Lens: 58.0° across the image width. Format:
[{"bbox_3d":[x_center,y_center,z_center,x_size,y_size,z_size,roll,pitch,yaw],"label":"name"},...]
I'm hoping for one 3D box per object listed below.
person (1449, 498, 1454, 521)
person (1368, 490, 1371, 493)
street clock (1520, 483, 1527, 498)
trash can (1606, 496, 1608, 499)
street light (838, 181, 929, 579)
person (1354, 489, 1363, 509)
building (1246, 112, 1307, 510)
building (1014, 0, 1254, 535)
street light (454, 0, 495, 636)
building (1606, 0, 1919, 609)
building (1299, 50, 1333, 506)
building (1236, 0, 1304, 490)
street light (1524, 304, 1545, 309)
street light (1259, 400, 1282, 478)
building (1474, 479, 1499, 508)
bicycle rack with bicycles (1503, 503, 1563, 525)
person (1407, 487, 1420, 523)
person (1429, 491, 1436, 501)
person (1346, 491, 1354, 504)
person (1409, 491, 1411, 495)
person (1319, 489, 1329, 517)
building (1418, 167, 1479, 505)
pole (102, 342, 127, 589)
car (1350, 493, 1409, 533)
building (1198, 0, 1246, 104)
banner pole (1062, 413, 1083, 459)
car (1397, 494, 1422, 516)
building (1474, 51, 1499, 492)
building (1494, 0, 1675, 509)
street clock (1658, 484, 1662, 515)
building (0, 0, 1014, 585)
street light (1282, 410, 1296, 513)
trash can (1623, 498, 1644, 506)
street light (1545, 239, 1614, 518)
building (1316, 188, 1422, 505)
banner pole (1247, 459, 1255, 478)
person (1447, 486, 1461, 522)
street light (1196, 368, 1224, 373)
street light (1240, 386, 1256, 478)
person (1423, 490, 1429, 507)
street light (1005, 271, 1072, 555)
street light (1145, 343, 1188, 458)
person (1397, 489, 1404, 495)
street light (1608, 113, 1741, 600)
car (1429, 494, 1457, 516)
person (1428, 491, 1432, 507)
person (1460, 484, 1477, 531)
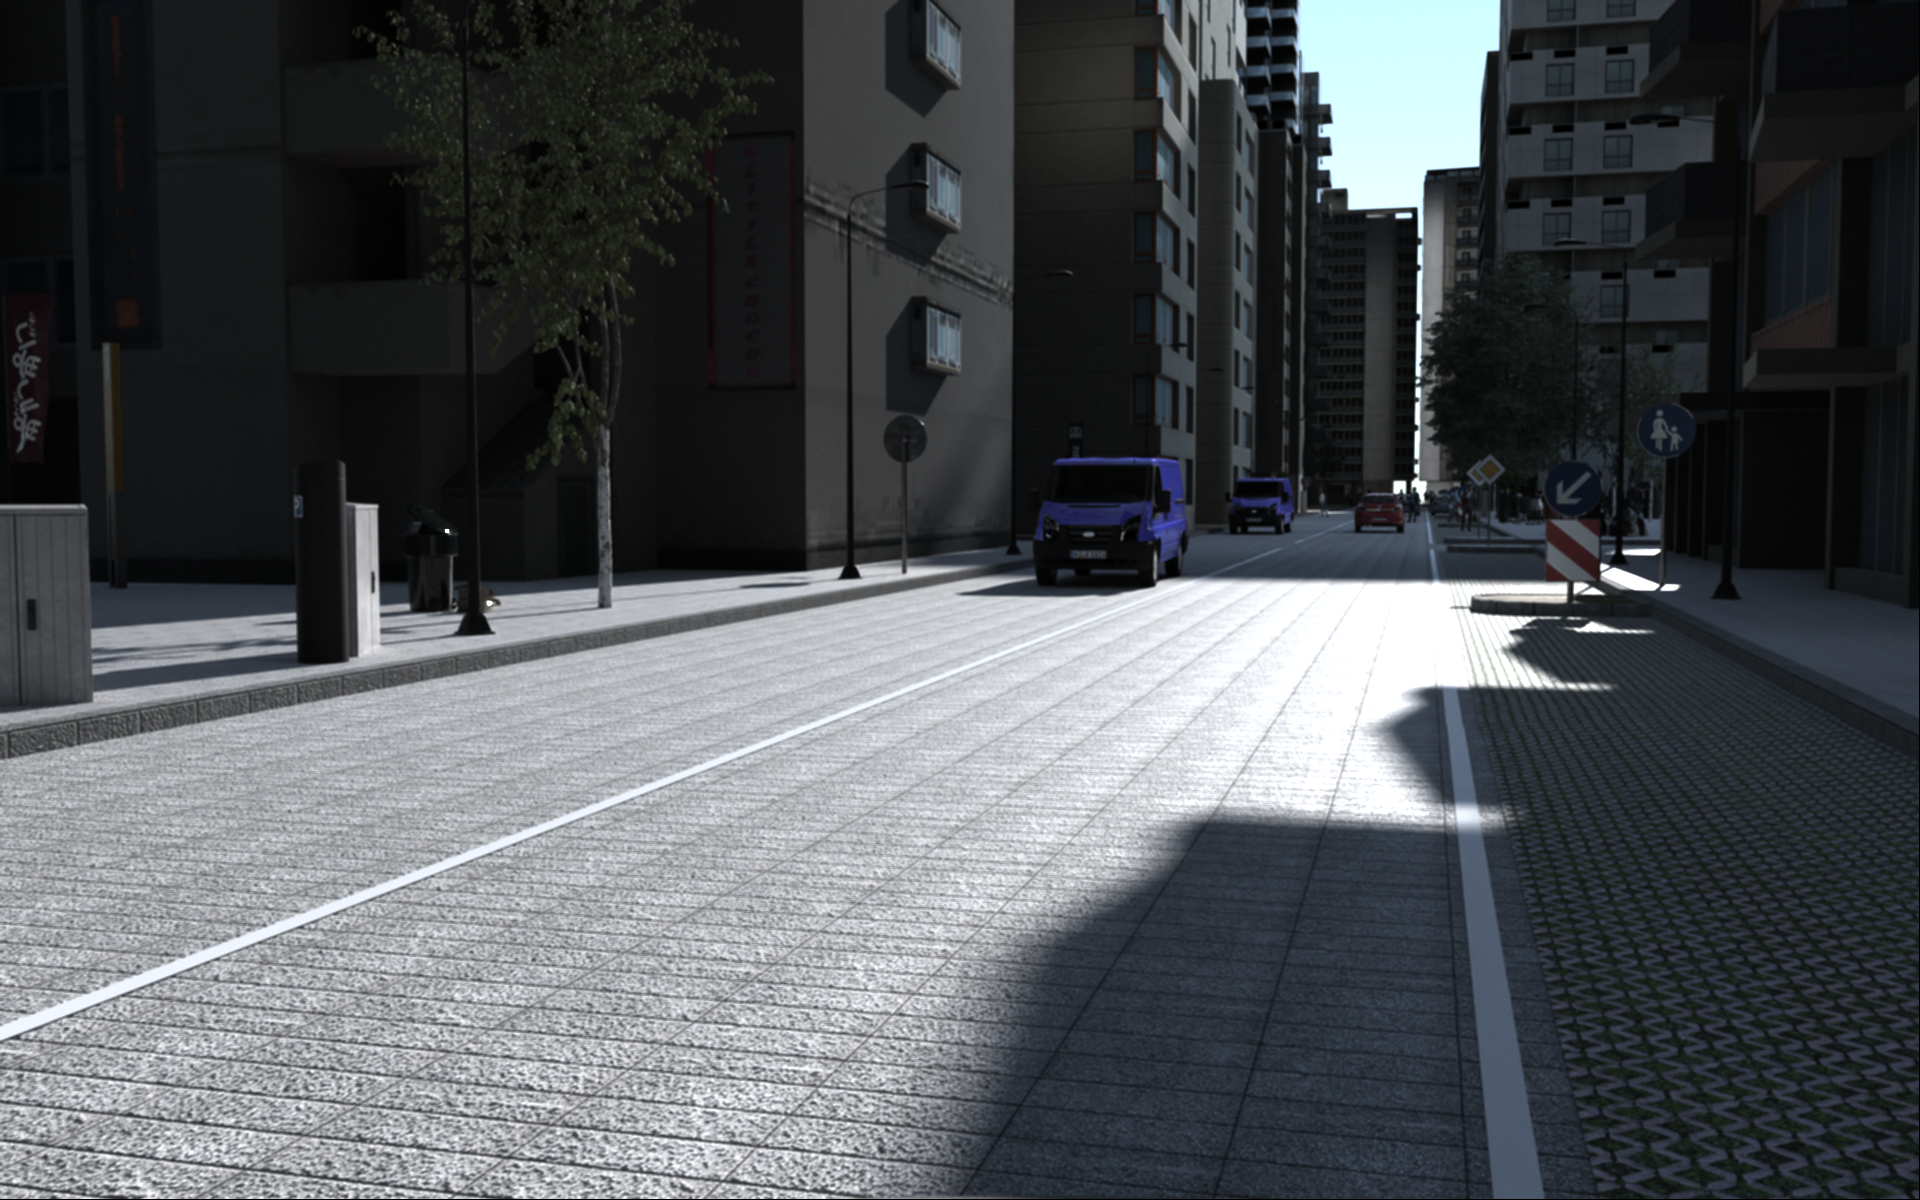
[{"bbox_3d":[26.506,-4.864,93.037,0.382,1.210,0.505,-2,4,-25],"label":"person"},{"bbox_3d":[38.167,-9.344,161.291,0.705,1.823,1.348,-3,5,-41],"label":"person"},{"bbox_3d":[37.381,-6.753,114.979,0.471,2.002,0.358,3,5,44],"label":"street clock"},{"bbox_3d":[40.258,-5.839,107.115,0.748,1.137,0.748,0,3,0],"label":"trash can"},{"bbox_3d":[-1.143,-3.268,25.975,1.470,5.913,1.316,1,4,15],"label":"street light"},{"bbox_3d":[26.925,-6.514,115.216,0.699,1.804,1.509,-3,5,-44],"label":"person"},{"bbox_3d":[19.280,-22.217,134.956,14.160,30.474,14.107,1,4,15],"label":"building"},{"bbox_3d":[-3.406,-13.797,70.621,27.650,21.520,28.899,1,4,15],"label":"building"},{"bbox_3d":[-3.928,-2.631,15.555,1.470,5.913,1.316,1,4,15],"label":"street light"},{"bbox_3d":[22.055,-22.565,23.555,22.147,44.769,28.867,1,4,15],"label":"building"},{"bbox_3d":[25.003,-34.913,190.428,30.456,49.044,23.786,1,4,15],"label":"building"},{"bbox_3d":[20.606,-51.634,156.889,22.319,86.520,31.000,1,4,15],"label":"building"},{"bbox_3d":[14.436,-4.264,42.258,1.470,5.913,1.316,1,4,15],"label":"street light"},{"bbox_3d":[14.944,-6.917,85.637,1.470,5.913,1.316,1,4,15],"label":"street light"},{"bbox_3d":[58.824,-44.090,159.131,20.563,71.187,20.611,1,4,15],"label":"building"},{"bbox_3d":[24.311,-3.628,72.693,2.925,0.926,2.852,-1,4,-15],"label":"bicycle rack with bicycles"},{"bbox_3d":[22.809,-4.799,87.141,0.419,1.800,0.721,-3,4,-37],"label":"person"},{"bbox_3d":[45.430,-9.587,166.188,0.756,1.711,0.436,1,4,15],"label":"person"},{"bbox_3d":[46.113,-11.979,204.447,1.348,1.812,0.705,-2,4,-33],"label":"person"},{"bbox_3d":[50.609,-11.377,195.228,0.721,1.735,1.217,2,4,34],"label":"person"},{"bbox_3d":[22.502,-5.981,106.968,0.598,1.740,0.731,2,4,27],"label":"person"},{"bbox_3d":[63.018,-32.191,209.922,14.086,41.232,14.154,1,4,15],"label":"building"},{"bbox_3d":[-11.434,-1.809,23.426,0.158,3.312,0.155,0,3,0],"label":"pole"},{"bbox_3d":[15.835,-3.447,65.396,2.155,1.783,4.494,1,4,13],"label":"car"},{"bbox_3d":[3.629,-31.880,110.473,28.713,52.752,27.495,1,4,15],"label":"building"},{"bbox_3d":[3.409,-3.874,53.357,0.863,3.779,0.401,-1,4,-9],"label":"banner pole"},{"bbox_3d":[29.973,-6.376,116.254,2.014,1.417,4.499,1,4,16],"label":"car"},{"bbox_3d":[65.146,-34.021,179.940,21.300,48.544,21.600,1,4,15],"label":"building"},{"bbox_3d":[56.334,-33.382,135.041,28.713,52.752,27.495,1,4,15],"label":"building"},{"bbox_3d":[43.422,-6.272,107.109,0.471,2.002,0.358,1,4,11],"label":"street clock"},{"bbox_3d":[-11.572,-25.105,34.171,21.600,48.544,21.300,1,4,15],"label":"building"},{"bbox_3d":[17.676,-7.566,96.243,1.470,5.913,1.316,1,4,15],"label":"street light"},{"bbox_3d":[22.653,-2.860,58.410,0.748,1.137,0.748,0,3,0],"label":"trash can"},{"bbox_3d":[11.511,-3.613,31.613,1.470,5.913,1.316,1,4,15],"label":"street light"},{"bbox_3d":[46.867,-32.498,223.224,23.993,40.220,32.217,1,4,15],"label":"building"},{"bbox_3d":[20.806,-8.203,124.140,0.863,3.779,0.401,1,4,16],"label":"banner pole"},{"bbox_3d":[25.136,-4.865,87.912,0.748,1.841,0.638,2,4,27],"label":"person"},{"bbox_3d":[9.019,-5.590,63.943,1.470,5.913,1.316,1,4,15],"label":"street light"},{"bbox_3d":[12.031,-6.268,75.029,1.470,5.913,1.316,1,4,15],"label":"street light"},{"bbox_3d":[50.747,-11.012,188.417,0.709,1.838,0.599,-1,4,-19],"label":"person"},{"bbox_3d":[1.656,-3.903,36.358,1.470,5.913,1.316,1,4,15],"label":"street light"},{"bbox_3d":[6.308,-4.951,53.491,1.470,5.913,1.316,1,4,15],"label":"street light"},{"bbox_3d":[32.920,-7.386,129.218,1.348,1.831,0.705,1,4,19],"label":"person"},{"bbox_3d":[8.854,-2.974,21.167,1.470,5.913,1.316,1,4,15],"label":"street light"},{"bbox_3d":[32.296,-6.322,115.372,2.014,1.417,4.499,1,4,14],"label":"car"},{"bbox_3d":[53.550,-11.528,196.913,1.348,1.831,0.705,-3,5,-40],"label":"person"},{"bbox_3d":[19.495,-3.543,66.385,0.622,1.834,0.822,1,4,10],"label":"person"}]
